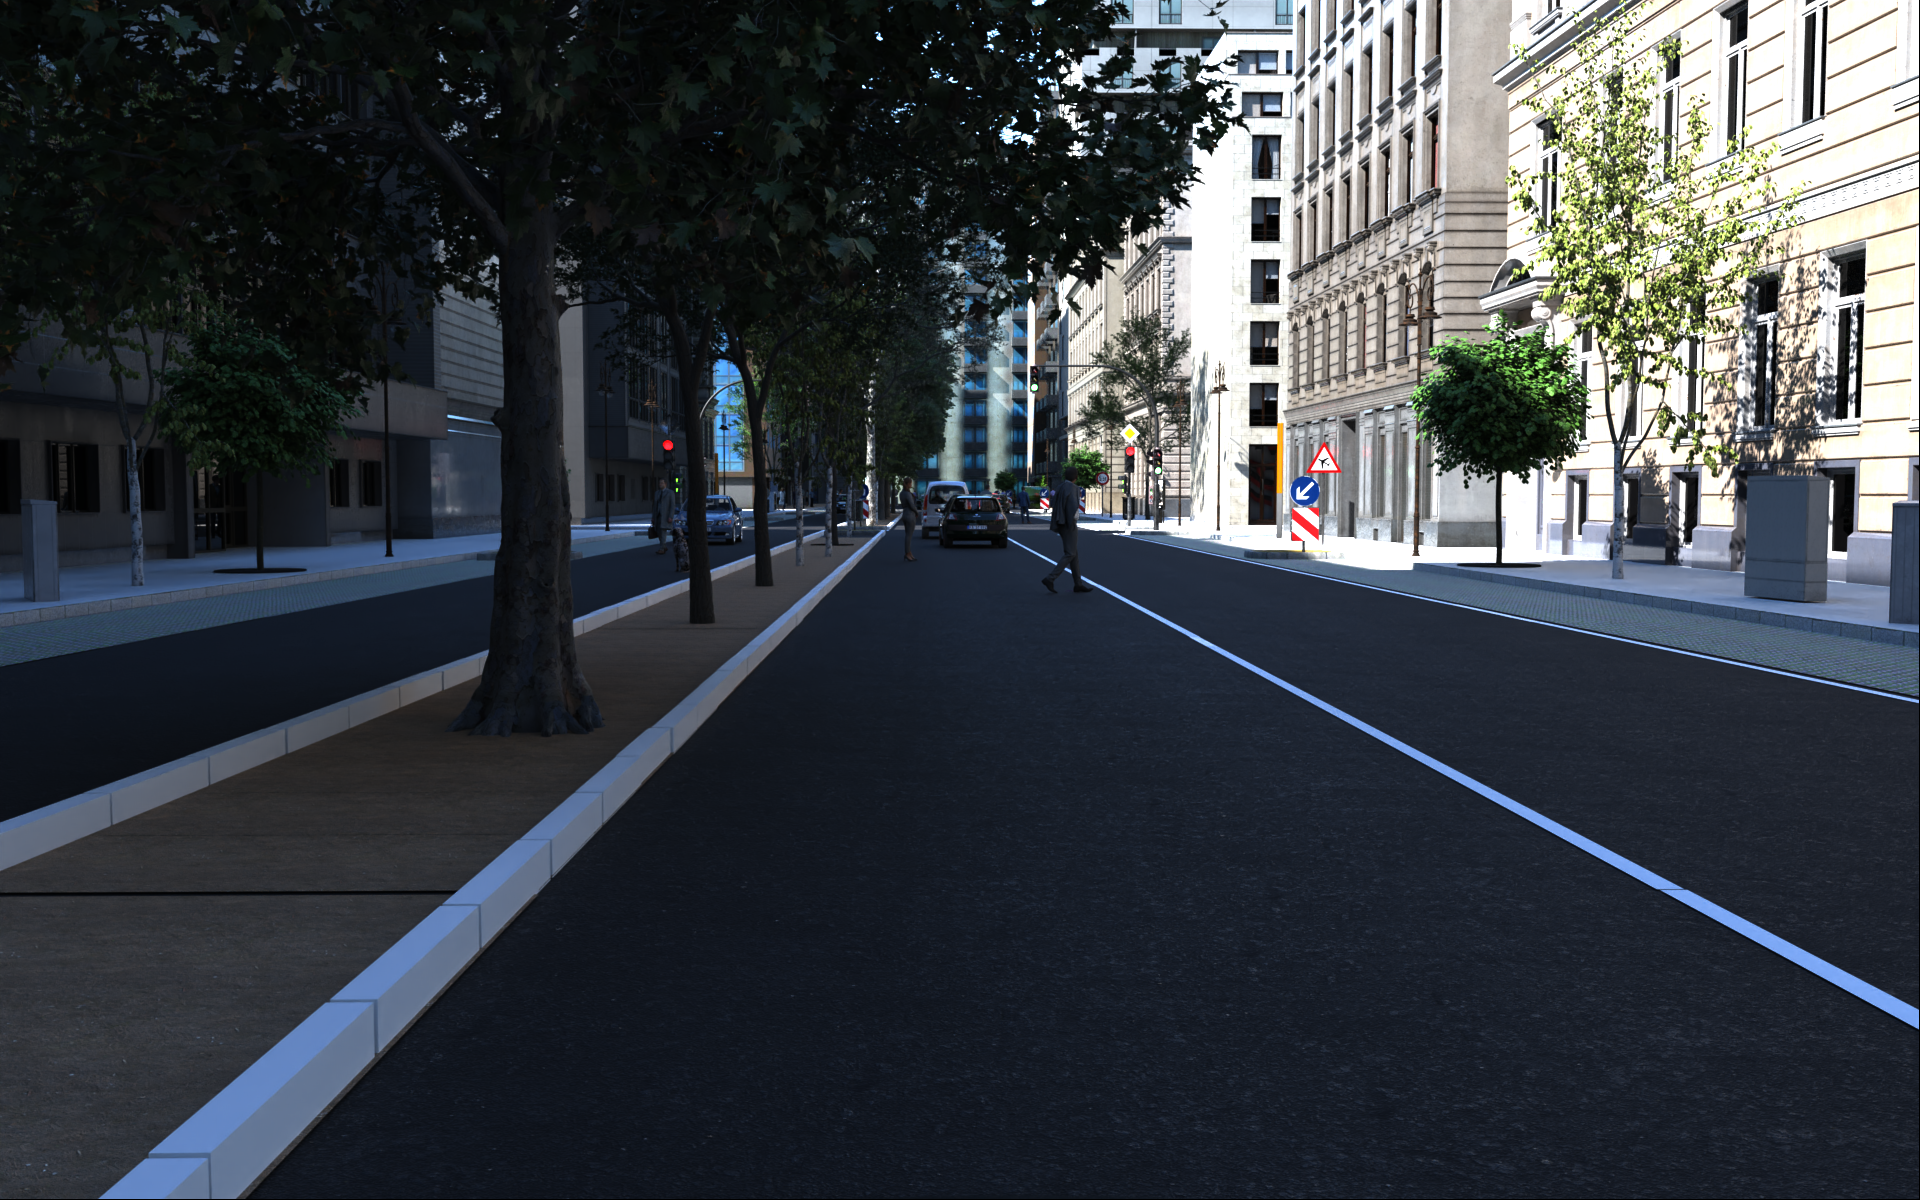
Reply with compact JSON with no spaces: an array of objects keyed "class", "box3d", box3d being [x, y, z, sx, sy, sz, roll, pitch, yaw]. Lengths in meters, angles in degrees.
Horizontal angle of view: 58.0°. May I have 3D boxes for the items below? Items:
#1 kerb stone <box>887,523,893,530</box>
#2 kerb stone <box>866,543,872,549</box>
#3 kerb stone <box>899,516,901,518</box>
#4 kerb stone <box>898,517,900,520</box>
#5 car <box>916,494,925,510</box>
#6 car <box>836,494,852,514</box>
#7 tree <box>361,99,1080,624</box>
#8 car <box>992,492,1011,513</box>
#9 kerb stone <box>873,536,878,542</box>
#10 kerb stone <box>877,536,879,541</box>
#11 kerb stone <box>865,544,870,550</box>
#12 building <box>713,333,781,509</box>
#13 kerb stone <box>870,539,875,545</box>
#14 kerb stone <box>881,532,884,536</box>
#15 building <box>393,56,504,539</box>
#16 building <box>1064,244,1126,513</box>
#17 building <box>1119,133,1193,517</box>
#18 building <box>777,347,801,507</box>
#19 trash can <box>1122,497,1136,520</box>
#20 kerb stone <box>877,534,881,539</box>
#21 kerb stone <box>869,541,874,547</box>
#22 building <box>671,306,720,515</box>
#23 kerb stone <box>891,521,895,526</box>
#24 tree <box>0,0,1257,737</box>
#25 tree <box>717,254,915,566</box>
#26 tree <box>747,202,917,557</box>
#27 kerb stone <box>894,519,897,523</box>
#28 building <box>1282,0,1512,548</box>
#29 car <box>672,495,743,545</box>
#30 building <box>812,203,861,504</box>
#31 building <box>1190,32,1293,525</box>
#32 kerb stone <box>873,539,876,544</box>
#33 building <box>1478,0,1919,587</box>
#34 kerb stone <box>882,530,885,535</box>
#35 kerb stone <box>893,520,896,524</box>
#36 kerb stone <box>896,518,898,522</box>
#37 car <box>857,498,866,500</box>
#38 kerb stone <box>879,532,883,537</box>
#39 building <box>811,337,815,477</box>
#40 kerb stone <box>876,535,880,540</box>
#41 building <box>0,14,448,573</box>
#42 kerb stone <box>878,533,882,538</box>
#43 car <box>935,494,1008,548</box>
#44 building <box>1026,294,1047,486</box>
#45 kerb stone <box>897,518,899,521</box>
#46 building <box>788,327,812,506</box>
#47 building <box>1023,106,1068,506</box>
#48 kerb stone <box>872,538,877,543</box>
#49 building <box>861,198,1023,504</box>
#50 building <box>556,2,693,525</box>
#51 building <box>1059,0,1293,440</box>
[{"class":"kerb stone","box3d":[-2.891,-2.921,70.016,0.120,0.150,1.000,0,4,-1]},{"class":"kerb stone","box3d":[-2.320,-1.263,42.837,0.120,0.150,1.000,0,4,-1]},{"class":"kerb stone","box3d":[-3.357,-4.303,92.554,0.120,0.150,1.000,0,4,-1]},{"class":"kerb stone","box3d":[-3.278,-4.049,88.459,0.120,0.150,1.000,0,4,-1]},{"class":"car","box3d":[-3.047,-9.143,161.278,2.131,1.459,4.920,0,4,0]},{"class":"car","box3d":[-7.637,-6.410,114.595,2.009,1.686,4.222,0,4,-3]},{"class":"tree","box3d":[-2.829,-5.032,19.142,8.767,10.594,7.601,0,4,-1]},{"class":"car","box3d":[2.843,-7.375,130.373,2.009,1.686,4.222,0,4,-1]},{"class":"kerb stone","box3d":[-2.452,-1.638,48.972,0.120,0.150,1.000,0,4,-1]},{"class":"kerb stone","box3d":[-2.478,-1.701,50.001,0.120,0.150,1.000,0,4,-1]},{"class":"kerb stone","box3d":[-2.304,-1.200,41.808,0.120,0.150,1.000,0,4,-1]},{"class":"building","box3d":[-23.155,-30.582,150.119,14.600,45.320,14.200,0,4,-1]},{"class":"kerb stone","box3d":[-2.396,-1.450,45.903,0.120,0.150,1.000,0,4,-1]},{"class":"kerb stone","box3d":[-2.584,-2.014,55.129,0.120,0.150,1.000,0,4,-1]},{"class":"building","box3d":[-24.032,-12.482,53.230,18.267,20.994,9.793,0,4,-1]},{"class":"building","box3d":[16.470,-18.088,129.028,16.112,22.955,30.059,0,4,-1]},{"class":"building","box3d":[15.734,-16.829,104.038,11.050,23.489,19.941,0,4,-1]},{"class":"building","box3d":[-27.548,-31.676,172.532,22.147,44.769,28.867,0,4,-1]},{"class":"trash can","box3d":[8.383,-4.548,86.018,0.748,1.137,0.748,0,3,0]},{"class":"kerb stone","box3d":[-2.523,-1.826,52.058,0.120,0.150,1.000,0,4,-1]},{"class":"kerb stone","box3d":[-2.368,-1.388,44.881,0.120,0.150,1.000,0,4,-1]},{"class":"building","box3d":[-23.028,-17.899,111.729,14.460,24.649,34.723,0,4,-1]},{"class":"kerb stone","box3d":[-2.997,-3.238,75.134,0.120,0.150,1.000,0,4,-1]},{"class":"tree","box3d":[-2.620,-5.561,10.390,9.611,12.733,9.660,0,3,0]},{"class":"tree","box3d":[-3.129,-4.954,33.818,4.737,8.622,4.395,0,3,0]},{"class":"tree","box3d":[-3.003,-5.290,39.308,4.360,8.622,3.978,0,3,0]},{"class":"kerb stone","box3d":[-3.076,-3.489,79.233,0.120,0.150,1.000,0,4,-1]},{"class":"building","box3d":[15.943,-12.278,49.899,9.793,20.994,18.267,0,4,-1]},{"class":"car","box3d":[-7.312,-2.351,50.436,2.014,1.417,4.499,0,4,-3]},{"class":"building","box3d":[-27.531,-42.576,238.122,28.212,58.520,21.231,0,4,-1]},{"class":"building","box3d":[19.269,-13.496,75.408,16.860,20.320,10.420,0,4,-1]},{"class":"kerb stone","box3d":[-2.416,-1.509,46.925,0.120,0.150,1.000,0,4,-1]},{"class":"building","box3d":[18.923,-14.923,29.902,13.634,28.700,20.117,0,4,-1]},{"class":"kerb stone","box3d":[-2.635,-2.138,57.182,0.120,0.150,1.000,0,4,-1]},{"class":"kerb stone","box3d":[-3.038,-3.363,77.186,0.120,0.150,1.000,0,4,-1]},{"class":"kerb stone","box3d":[-3.165,-3.735,83.338,0.120,0.150,1.000,0,4,-1]},{"class":"car","box3d":[-7.750,-7.961,141.954,2.131,1.459,4.920,0,4,-1]},{"class":"kerb stone","box3d":[-2.561,-1.950,54.104,0.120,0.150,1.000,0,4,-1]},{"class":"building","box3d":[-24.748,-32.169,209.555,14.086,41.232,14.154,0,4,-1]},{"class":"kerb stone","box3d":[-2.503,-1.764,51.031,0.120,0.150,1.000,0,4,-1]},{"class":"building","box3d":[-21.046,-13.097,33.196,14.314,24.678,30.058,0,4,-1]},{"class":"kerb stone","box3d":[-2.549,-1.889,53.082,0.120,0.150,1.000,0,4,-1]},{"class":"car","box3d":[0.335,-2.301,47.415,2.009,1.686,4.222,0,4,-3]},{"class":"building","box3d":[15.558,-34.300,210.915,14.600,45.320,14.200,0,4,-1]},{"class":"kerb stone","box3d":[-3.184,-3.801,84.360,0.120,0.150,1.000,0,4,-1]},{"class":"building","box3d":[-24.196,-25.859,194.489,14.160,30.474,14.107,0,4,-1]},{"class":"building","box3d":[19.951,-34.801,188.601,23.786,49.044,30.456,0,4,-1]},{"class":"kerb stone","box3d":[-2.432,-1.572,47.950,0.120,0.150,1.000,0,4,-1]},{"class":"building","box3d":[1.758,-37.999,240.896,30.456,49.044,23.786,0,4,-1]},{"class":"building","box3d":[-21.187,-17.666,82.351,14.314,27.812,24.014,0,4,-1]},{"class":"building","box3d":[23.515,-34.861,159.216,28.713,52.752,27.495,0,4,-1]}]
